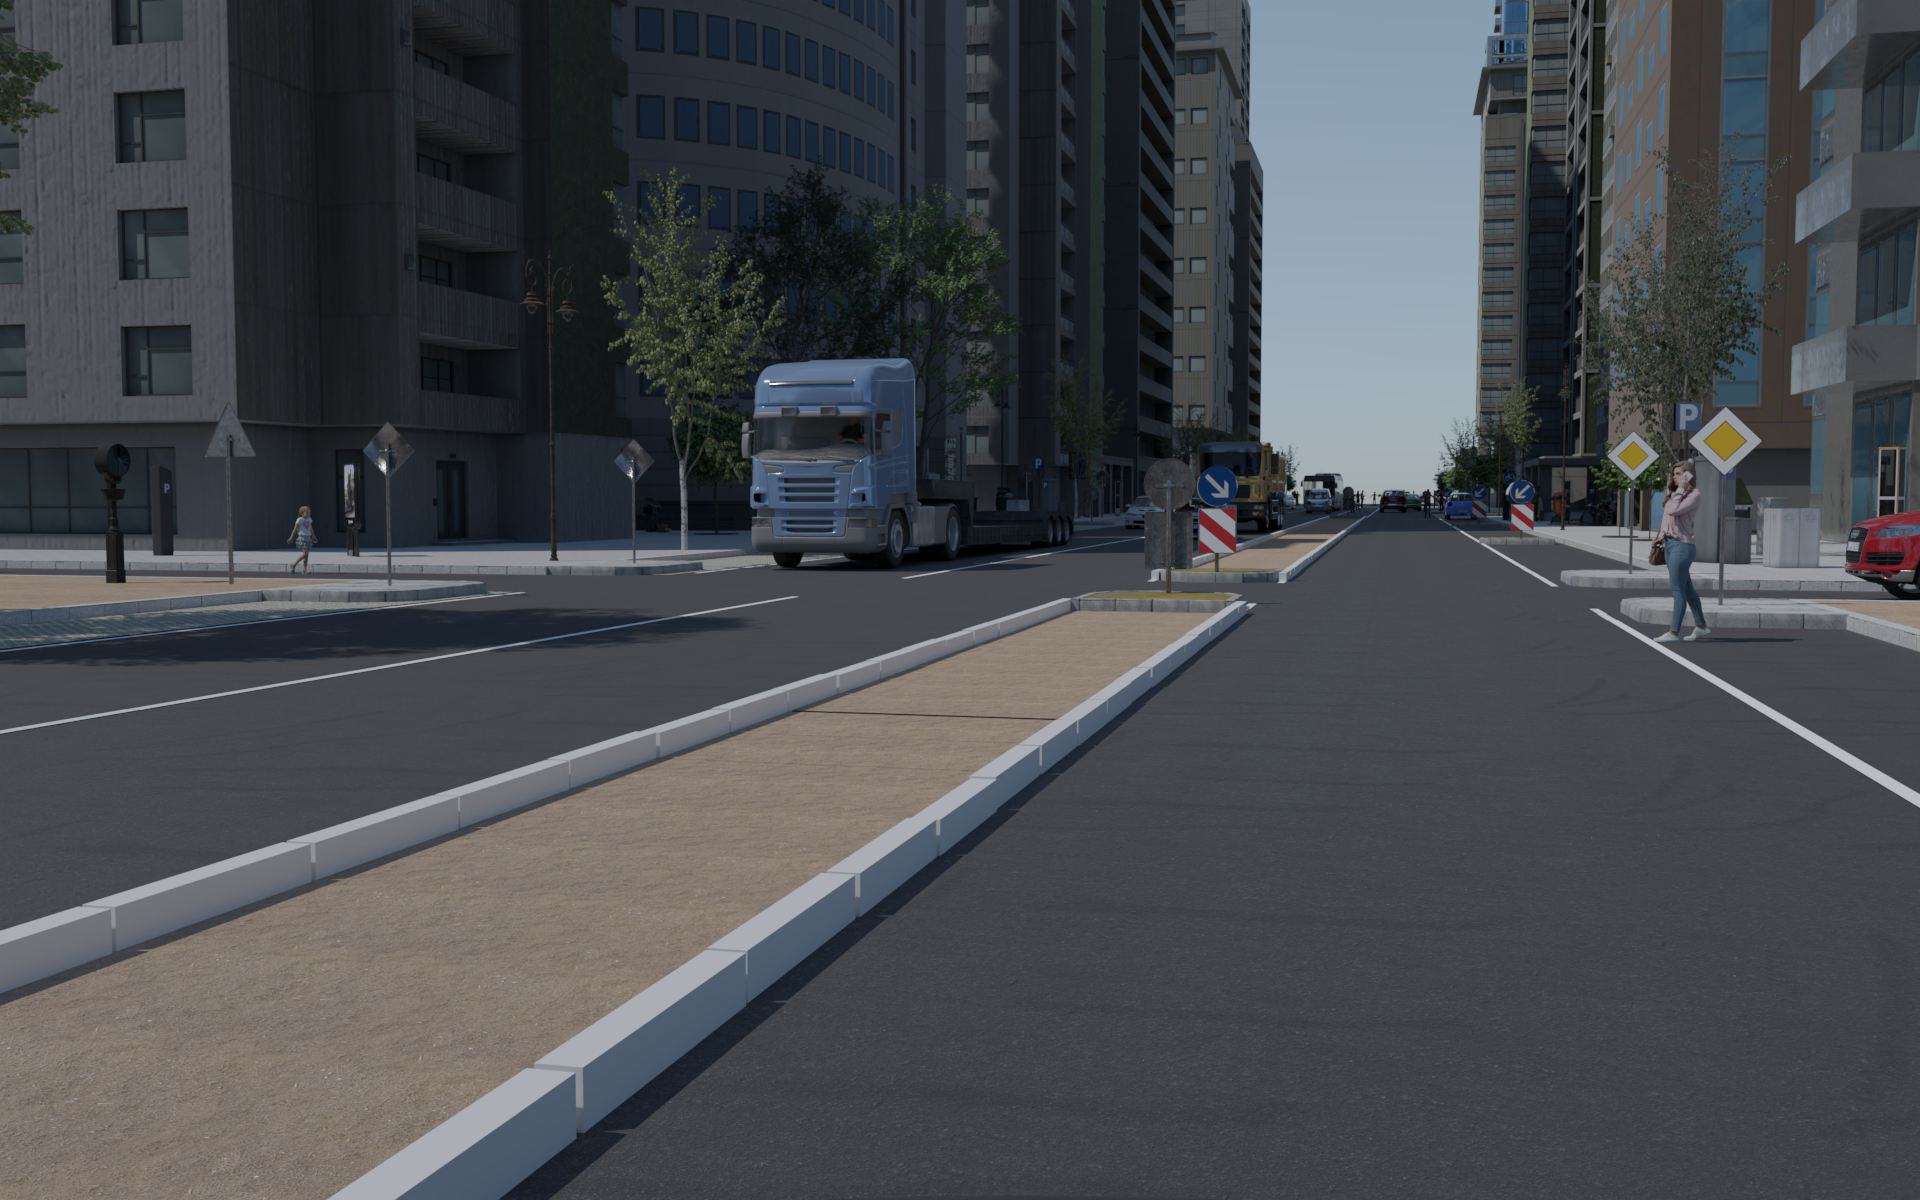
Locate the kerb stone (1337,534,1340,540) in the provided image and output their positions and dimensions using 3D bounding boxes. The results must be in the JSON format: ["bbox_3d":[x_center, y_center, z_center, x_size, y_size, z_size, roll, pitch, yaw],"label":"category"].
[{"bbox_3d":[11.173,-1.796,51.598,0.120,0.150,1.000,1,4,14],"label":"kerb stone"}]

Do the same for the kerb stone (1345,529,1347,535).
[{"bbox_3d":[12.940,-2.223,58.566,0.120,0.150,1.000,1,4,14],"label":"kerb stone"}]

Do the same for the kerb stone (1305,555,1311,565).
[{"bbox_3d":[6.900,-0.767,34.731,0.120,0.150,1.000,1,4,14],"label":"kerb stone"}]

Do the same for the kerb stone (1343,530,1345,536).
[{"bbox_3d":[12.432,-2.103,56.575,0.120,0.150,1.000,1,4,14],"label":"kerb stone"}]

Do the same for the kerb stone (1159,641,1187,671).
[{"bbox_3d":[1.739,0.482,14.320,0.120,0.150,1.000,1,4,14],"label":"kerb stone"}]

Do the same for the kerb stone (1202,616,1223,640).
[{"bbox_3d":[2.494,0.299,17.299,0.120,0.150,1.000,1,4,14],"label":"kerb stone"}]

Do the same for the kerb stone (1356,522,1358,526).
[{"bbox_3d":[16.697,-3.136,73.473,0.120,0.150,1.000,1,4,14],"label":"kerb stone"}]

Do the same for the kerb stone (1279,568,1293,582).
[{"bbox_3d":[5.393,-0.398,28.779,0.120,0.150,1.000,1,4,14],"label":"kerb stone"}]

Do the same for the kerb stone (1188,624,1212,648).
[{"bbox_3d":[2.236,0.360,16.303,0.120,0.150,1.000,1,4,14],"label":"kerb stone"}]

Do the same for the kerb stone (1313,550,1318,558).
[{"bbox_3d":[7.652,-0.949,37.705,0.120,0.150,1.000,1,4,14],"label":"kerb stone"}]

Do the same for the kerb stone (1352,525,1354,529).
[{"bbox_3d":[14.947,-2.710,66.510,0.120,0.150,1.000,1,4,14],"label":"kerb stone"}]

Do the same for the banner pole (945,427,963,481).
[{"bbox_3d":[-0.182,-4.561,64.589,0.863,3.779,0.401,-1,4,-10],"label":"banner pole"}]

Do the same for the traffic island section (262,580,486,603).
[{"bbox_3d":[-7.982,-0.117,24.187,2.009,0.180,2.903,1,4,14],"label":"traffic island section"}]

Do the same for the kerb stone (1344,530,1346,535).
[{"bbox_3d":[12.683,-2.162,57.566,0.120,0.150,1.000,1,4,14],"label":"kerb stone"}]

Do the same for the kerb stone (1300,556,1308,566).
[{"bbox_3d":[6.648,-0.706,33.741,0.120,0.150,1.000,1,4,14],"label":"kerb stone"}]

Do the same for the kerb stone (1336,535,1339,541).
[{"bbox_3d":[10.919,-1.735,50.608,0.120,0.150,1.000,1,4,14],"label":"kerb stone"}]

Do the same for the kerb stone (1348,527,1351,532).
[{"bbox_3d":[13.942,-2.463,62.539,0.120,0.150,1.000,1,4,14],"label":"kerb stone"}]

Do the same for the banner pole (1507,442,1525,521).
[{"bbox_3d":[26.565,-5.672,82.753,0.401,3.779,0.863,-2,4,-29],"label":"banner pole"}]

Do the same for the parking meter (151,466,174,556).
[{"bbox_3d":[-16.623,-1.859,36.103,0.255,1.863,0.399,1,4,12],"label":"parking meter"}]

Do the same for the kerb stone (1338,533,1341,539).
[{"bbox_3d":[11.421,-1.859,52.590,0.120,0.150,1.000,1,4,14],"label":"kerb stone"}]

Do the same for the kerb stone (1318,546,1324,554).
[{"bbox_3d":[8.408,-1.123,40.680,0.120,0.150,1.000,1,4,14],"label":"kerb stone"}]

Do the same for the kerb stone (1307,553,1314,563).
[{"bbox_3d":[7.156,-0.827,35.720,0.120,0.150,1.000,1,4,14],"label":"kerb stone"}]

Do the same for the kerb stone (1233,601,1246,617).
[{"bbox_3d":[3.250,0.120,20.278,0.120,0.150,1.000,1,4,14],"label":"kerb stone"}]

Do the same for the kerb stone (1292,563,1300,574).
[{"bbox_3d":[5.911,-0.524,30.760,0.120,0.150,1.000,1,4,14],"label":"kerb stone"}]

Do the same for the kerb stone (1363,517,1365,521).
[{"bbox_3d":[20.239,-3.988,87.398,0.120,0.150,1.000,1,4,14],"label":"kerb stone"}]

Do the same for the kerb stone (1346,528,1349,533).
[{"bbox_3d":[13.436,-2.346,60.558,0.120,0.150,1.000,1,4,14],"label":"kerb stone"}]

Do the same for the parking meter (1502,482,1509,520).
[{"bbox_3d":[26.704,-4.833,84.733,0.255,1.863,0.399,1,4,9],"label":"parking meter"}]

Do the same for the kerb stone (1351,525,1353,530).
[{"bbox_3d":[14.695,-2.649,65.511,0.120,0.150,1.000,1,4,14],"label":"kerb stone"}]

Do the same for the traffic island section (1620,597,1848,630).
[{"bbox_3d":[8.781,0.142,19.956,2.009,0.180,2.903,1,4,14],"label":"traffic island section"}]

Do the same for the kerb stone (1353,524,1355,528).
[{"bbox_3d":[15.451,-2.831,68.509,0.120,0.150,1.000,1,4,14],"label":"kerb stone"}]

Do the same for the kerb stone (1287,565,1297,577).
[{"bbox_3d":[5.655,-0.463,29.770,0.120,0.150,1.000,1,4,14],"label":"kerb stone"}]

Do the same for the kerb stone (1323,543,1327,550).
[{"bbox_3d":[8.905,-1.252,42.662,0.120,0.150,1.000,1,4,14],"label":"kerb stone"}]

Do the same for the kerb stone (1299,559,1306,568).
[{"bbox_3d":[6.398,-0.638,32.750,0.120,0.150,1.000,1,4,14],"label":"kerb stone"}]

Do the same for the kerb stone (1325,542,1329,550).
[{"bbox_3d":[9.162,-1.312,43.651,0.120,0.150,1.000,1,4,14],"label":"kerb stone"}]

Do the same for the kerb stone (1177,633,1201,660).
[{"bbox_3d":[1.990,0.428,15.311,0.120,0.150,1.000,1,4,14],"label":"kerb stone"}]

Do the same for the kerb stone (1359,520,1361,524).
[{"bbox_3d":[17.966,-3.437,78.461,0.120,0.150,1.000,1,4,14],"label":"kerb stone"}]

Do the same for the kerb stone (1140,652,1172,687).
[{"bbox_3d":[1.489,0.543,13.321,0.120,0.150,1.000,1,4,14],"label":"kerb stone"}]

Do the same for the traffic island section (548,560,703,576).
[{"bbox_3d":[-6.024,-0.590,31.929,2.009,0.180,2.903,1,4,14],"label":"traffic island section"}]

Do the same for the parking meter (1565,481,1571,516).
[{"bbox_3d":[26.335,-4.253,75.253,0.255,1.863,0.399,2,4,34],"label":"parking meter"}]

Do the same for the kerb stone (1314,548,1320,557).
[{"bbox_3d":[7.908,-1.007,38.695,0.120,0.150,1.000,1,4,14],"label":"kerb stone"}]

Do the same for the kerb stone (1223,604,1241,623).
[{"bbox_3d":[2.994,0.178,19.286,0.120,0.150,1.000,1,4,14],"label":"kerb stone"}]

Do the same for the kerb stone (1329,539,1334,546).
[{"bbox_3d":[9.916,-1.494,46.628,0.120,0.150,1.000,1,4,14],"label":"kerb stone"}]

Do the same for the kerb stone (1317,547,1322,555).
[{"bbox_3d":[8.162,-1.069,39.688,0.120,0.150,1.000,1,4,14],"label":"kerb stone"}]

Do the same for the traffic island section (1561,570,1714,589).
[{"bbox_3d":[10.740,-0.331,27.698,2.009,0.180,2.903,1,4,14],"label":"traffic island section"}]

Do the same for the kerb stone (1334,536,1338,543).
[{"bbox_3d":[10.670,-1.677,49.617,0.120,0.150,1.000,1,4,14],"label":"kerb stone"}]

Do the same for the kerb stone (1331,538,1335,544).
[{"bbox_3d":[10.164,-1.555,47.625,0.120,0.150,1.000,1,4,14],"label":"kerb stone"}]

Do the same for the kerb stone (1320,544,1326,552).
[{"bbox_3d":[8.658,-1.191,41.670,0.120,0.150,1.000,1,4,14],"label":"kerb stone"}]

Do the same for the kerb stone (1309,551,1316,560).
[{"bbox_3d":[7.414,-0.885,36.711,0.120,0.150,1.000,1,4,14],"label":"kerb stone"}]

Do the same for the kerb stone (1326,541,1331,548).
[{"bbox_3d":[9.412,-1.373,44.645,0.120,0.150,1.000,1,4,14],"label":"kerb stone"}]

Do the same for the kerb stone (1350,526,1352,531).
[{"bbox_3d":[14.447,-2.587,64.519,0.120,0.150,1.000,1,4,14],"label":"kerb stone"}]

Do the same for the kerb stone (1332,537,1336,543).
[{"bbox_3d":[10.419,-1.616,48.623,0.120,0.150,1.000,1,4,14],"label":"kerb stone"}]

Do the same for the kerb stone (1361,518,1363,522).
[{"bbox_3d":[19.471,-3.803,84.411,0.120,0.150,1.000,1,4,14],"label":"kerb stone"}]

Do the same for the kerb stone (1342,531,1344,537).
[{"bbox_3d":[12.179,-2.041,55.584,0.120,0.150,1.000,1,4,14],"label":"kerb stone"}]

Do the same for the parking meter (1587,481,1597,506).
[{"bbox_3d":[27.482,-4.258,75.334,0.399,1.863,0.255,2,4,28],"label":"parking meter"}]

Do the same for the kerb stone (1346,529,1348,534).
[{"bbox_3d":[13.185,-2.280,59.560,0.120,0.150,1.000,1,4,14],"label":"kerb stone"}]

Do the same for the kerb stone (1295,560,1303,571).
[{"bbox_3d":[6.157,-0.585,31.752,0.120,0.150,1.000,1,4,14],"label":"kerb stone"}]

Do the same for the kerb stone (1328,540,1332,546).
[{"bbox_3d":[9.659,-1.434,45.636,0.120,0.150,1.000,1,4,14],"label":"kerb stone"}]

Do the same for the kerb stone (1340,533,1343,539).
[{"bbox_3d":[11.682,-1.920,53.585,0.120,0.150,1.000,1,4,14],"label":"kerb stone"}]

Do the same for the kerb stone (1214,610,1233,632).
[{"bbox_3d":[2.746,0.239,18.290,0.120,0.150,1.000,1,4,14],"label":"kerb stone"}]
